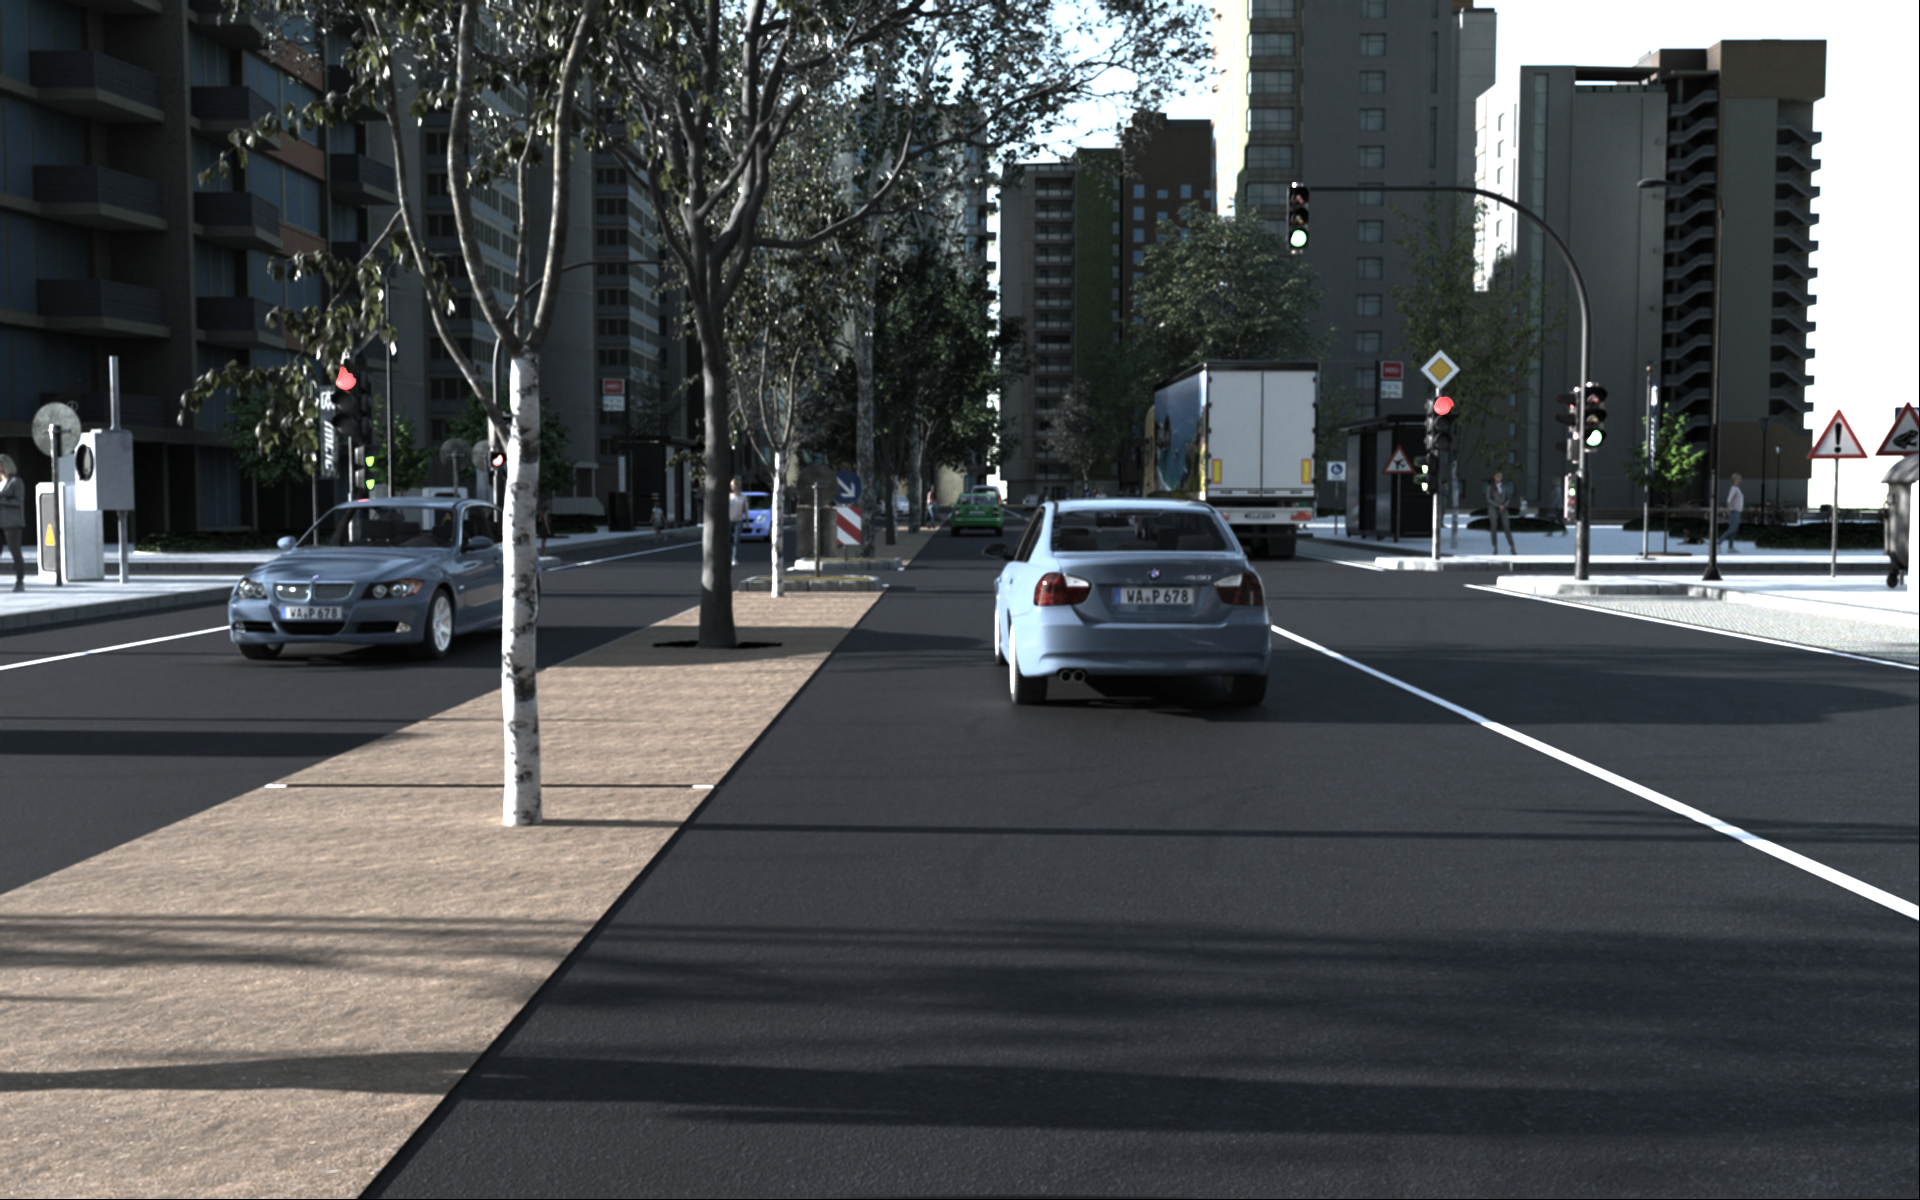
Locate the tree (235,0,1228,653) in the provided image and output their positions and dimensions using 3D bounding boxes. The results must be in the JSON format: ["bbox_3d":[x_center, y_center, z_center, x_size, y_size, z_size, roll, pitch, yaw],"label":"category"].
[{"bbox_3d":[-2.233,-6.286,15.602,12.009,13.543,11.850,0,3,0],"label":"tree"}]

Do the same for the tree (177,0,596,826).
[{"bbox_3d":[-1.907,-3.343,7.480,4.360,8.622,3.978,0,3,0],"label":"tree"}]

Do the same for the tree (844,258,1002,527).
[{"bbox_3d":[-1.557,-8.959,74.690,9.928,11.665,9.643,0,3,0],"label":"tree"}]

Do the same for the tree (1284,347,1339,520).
[{"bbox_3d":[17.557,-8.223,84.800,4.737,8.622,4.395,0,3,0],"label":"tree"}]

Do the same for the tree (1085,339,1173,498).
[{"bbox_3d":[12.014,-11.545,114.519,9.928,11.665,9.643,0,3,0],"label":"tree"}]

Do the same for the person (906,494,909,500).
[{"bbox_3d":[-4.946,-10.000,172.015,1.348,1.821,0.705,-3,4,-36],"label":"person"}]

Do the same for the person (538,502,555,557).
[{"bbox_3d":[-9.498,-1.628,39.791,0.373,1.253,0.362,-1,4,-15],"label":"person"}]

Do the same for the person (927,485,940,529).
[{"bbox_3d":[-1.083,-3.846,71.398,0.555,1.821,0.388,-2,4,-32],"label":"person"}]

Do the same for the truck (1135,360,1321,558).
[{"bbox_3d":[6.214,-3.246,41.986,2.839,4.237,11.283,0,4,-1],"label":"truck"}]

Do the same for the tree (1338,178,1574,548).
[{"bbox_3d":[11.754,-5.512,40.483,4.737,8.622,4.395,0,3,0],"label":"tree"}]

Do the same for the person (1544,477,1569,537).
[{"bbox_3d":[17.984,-2.811,52.189,0.728,1.800,0.709,1,4,21],"label":"person"}]

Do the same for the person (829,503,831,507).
[{"bbox_3d":[-12.721,-10.090,171.026,1.348,1.822,0.705,0,4,-5],"label":"person"}]

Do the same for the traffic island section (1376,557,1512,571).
[{"bbox_3d":[9.320,-0.705,33.810,2.009,0.180,2.903,0,4,0],"label":"traffic island section"}]

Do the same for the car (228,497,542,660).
[{"bbox_3d":[-5.300,-0.278,16.542,2.014,1.417,4.499,0,4,2],"label":"car"}]

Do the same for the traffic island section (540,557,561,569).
[{"bbox_3d":[-9.021,-0.711,33.913,2.009,0.180,2.903,0,4,0],"label":"traffic island section"}]

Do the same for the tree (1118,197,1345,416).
[{"bbox_3d":[11.726,-10.274,74.631,9.857,13.997,8.962,0,3,0],"label":"tree"}]

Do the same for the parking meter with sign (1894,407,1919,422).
[{"bbox_3d":[18.894,-2.295,33.789,0.543,3.016,1.738,0,4,2],"label":"parking meter with sign"}]

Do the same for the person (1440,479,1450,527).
[{"bbox_3d":[18.595,-3.711,66.524,0.447,1.846,0.655,0,4,6],"label":"person"}]

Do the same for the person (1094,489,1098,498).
[{"bbox_3d":[14.039,-10.644,180.033,1.348,1.831,0.705,0,4,-1],"label":"person"}]

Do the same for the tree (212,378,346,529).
[{"bbox_3d":[-18.136,-3.832,46.362,4.285,4.588,4.351,0,3,0],"label":"tree"}]

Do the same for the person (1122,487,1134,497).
[{"bbox_3d":[11.650,-6.930,119.882,0.617,1.759,0.750,3,5,43],"label":"person"}]

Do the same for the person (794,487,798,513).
[{"bbox_3d":[-11.181,-6.850,118.731,0.721,1.739,1.217,-1,4,-8],"label":"person"}]

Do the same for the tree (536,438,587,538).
[{"bbox_3d":[-11.952,-3.416,50.453,1.663,3.219,1.824,0,3,0],"label":"tree"}]

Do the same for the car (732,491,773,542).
[{"bbox_3d":[-6.441,-2.640,52.752,1.945,1.707,3.694,0,4,1],"label":"car"}]

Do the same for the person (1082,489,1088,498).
[{"bbox_3d":[12.014,-9.787,166.767,0.721,1.736,1.217,2,4,29],"label":"person"}]

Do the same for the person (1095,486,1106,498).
[{"bbox_3d":[5.233,-3.434,65.321,0.731,1.740,0.598,1,4,19],"label":"person"}]

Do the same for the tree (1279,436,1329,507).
[{"bbox_3d":[11.745,-4.901,63.837,4.285,4.588,4.351,0,3,0],"label":"tree"}]

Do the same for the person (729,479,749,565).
[{"bbox_3d":[-4.618,-1.575,34.918,0.731,1.740,0.598,0,4,-7],"label":"person"}]

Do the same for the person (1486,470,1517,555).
[{"bbox_3d":[11.485,-1.860,36.726,0.520,1.790,0.573,-1,4,-20],"label":"person"}]

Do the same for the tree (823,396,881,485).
[{"bbox_3d":[-11.079,-17.107,186.357,9.857,13.997,8.962,0,3,0],"label":"tree"}]

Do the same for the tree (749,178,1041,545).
[{"bbox_3d":[-1.924,-6.842,48.738,8.767,10.594,7.601,0,4,0],"label":"tree"}]

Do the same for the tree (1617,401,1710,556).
[{"bbox_3d":[14.779,-2.545,36.215,1.663,3.219,1.824,0,3,0],"label":"tree"}]

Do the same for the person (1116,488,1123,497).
[{"bbox_3d":[12.185,-7.516,129.654,1.217,1.736,0.721,0,4,-2],"label":"person"}]

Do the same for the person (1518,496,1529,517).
[{"bbox_3d":[21.145,-3.289,64.838,0.382,1.210,0.505,-1,4,-20],"label":"person"}]

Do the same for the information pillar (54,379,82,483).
[{"bbox_3d":[-18.135,-2.689,35.315,0.504,3.616,0.183,-1,4,-15],"label":"information pillar"}]

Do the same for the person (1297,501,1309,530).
[{"bbox_3d":[12.163,-3.372,61.426,0.529,1.795,0.600,0,4,-4],"label":"person"}]

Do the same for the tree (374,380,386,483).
[{"bbox_3d":[-27.093,-7.699,76.237,4.737,8.622,4.395,0,3,0],"label":"tree"}]

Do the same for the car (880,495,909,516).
[{"bbox_3d":[-4.163,-6.160,113.072,2.083,1.381,4.827,0,4,0],"label":"car"}]

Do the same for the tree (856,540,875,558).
[{"bbox_3d":[-3.286,-11.004,38.265,12.611,20.169,13.585,0,3,0],"label":"tree"}]

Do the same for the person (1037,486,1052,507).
[{"bbox_3d":[3.781,-4.191,77.366,0.623,1.781,0.721,-1,4,-9],"label":"person"}]

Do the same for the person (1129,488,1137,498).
[{"bbox_3d":[12.856,-7.612,131.214,1.217,1.735,0.721,1,4,12],"label":"person"}]

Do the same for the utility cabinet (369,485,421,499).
[{"bbox_3d":[-13.108,-1.932,40.264,0.318,1.500,1.173,3,5,41],"label":"utility cabinet"}]

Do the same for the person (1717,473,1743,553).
[{"bbox_3d":[16.801,-1.906,37.874,0.598,1.740,0.731,1,4,20],"label":"person"}]

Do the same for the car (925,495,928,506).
[{"bbox_3d":[-4.016,-10.268,180.454,1.945,1.354,3.894,0,4,1],"label":"car"}]

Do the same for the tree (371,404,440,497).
[{"bbox_3d":[-11.964,-2.616,37.380,1.663,3.219,1.824,0,3,0],"label":"tree"}]

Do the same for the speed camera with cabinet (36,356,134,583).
[{"bbox_3d":[-12.778,-1.891,25.247,2.038,3.252,0.660,3,5,41],"label":"speed camera with cabinet"}]

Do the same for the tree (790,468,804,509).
[{"bbox_3d":[-11.453,-8.085,126.791,1.663,3.219,1.824,0,3,0],"label":"tree"}]

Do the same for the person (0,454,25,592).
[{"bbox_3d":[-12.471,-1.001,22.599,0.537,1.800,0.526,2,4,25],"label":"person"}]

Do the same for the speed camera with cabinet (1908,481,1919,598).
[{"bbox_3d":[12.814,-1.639,21.134,2.038,3.252,0.660,1,4,22],"label":"speed camera with cabinet"}]

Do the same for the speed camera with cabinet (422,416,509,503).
[{"bbox_3d":[-12.308,-2.985,43.144,2.038,3.252,0.660,-2,4,-34],"label":"speed camera with cabinet"}]

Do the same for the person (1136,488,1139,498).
[{"bbox_3d":[15.256,-8.613,146.738,0.599,1.838,0.709,-3,4,-38],"label":"person"}]

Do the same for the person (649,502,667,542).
[{"bbox_3d":[-8.975,-2.319,51.423,0.382,1.210,0.505,3,4,38],"label":"person"}]

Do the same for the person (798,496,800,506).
[{"bbox_3d":[-17.234,-10.938,185.792,0.530,1.710,0.541,2,4,27],"label":"person"}]

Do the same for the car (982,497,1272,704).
[{"bbox_3d":[1.190,-0.067,13.104,2.014,1.417,4.499,0,4,-1],"label":"car"}]

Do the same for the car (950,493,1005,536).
[{"bbox_3d":[0.601,-3.148,60.266,1.959,1.807,4.718,0,4,1],"label":"car"}]

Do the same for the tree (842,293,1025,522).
[{"bbox_3d":[-1.374,-10.426,89.928,9.611,12.733,9.660,0,3,0],"label":"tree"}]

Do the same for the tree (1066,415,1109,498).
[{"bbox_3d":[11.957,-12.653,157.240,4.737,8.622,4.395,0,3,0],"label":"tree"}]

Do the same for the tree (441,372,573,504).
[{"bbox_3d":[-12.169,-3.846,46.594,4.285,4.588,4.351,0,3,0],"label":"tree"}]

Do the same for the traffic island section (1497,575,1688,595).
[{"bbox_3d":[9.277,-0.217,25.825,2.009,0.180,2.903,0,4,0],"label":"traffic island section"}]
